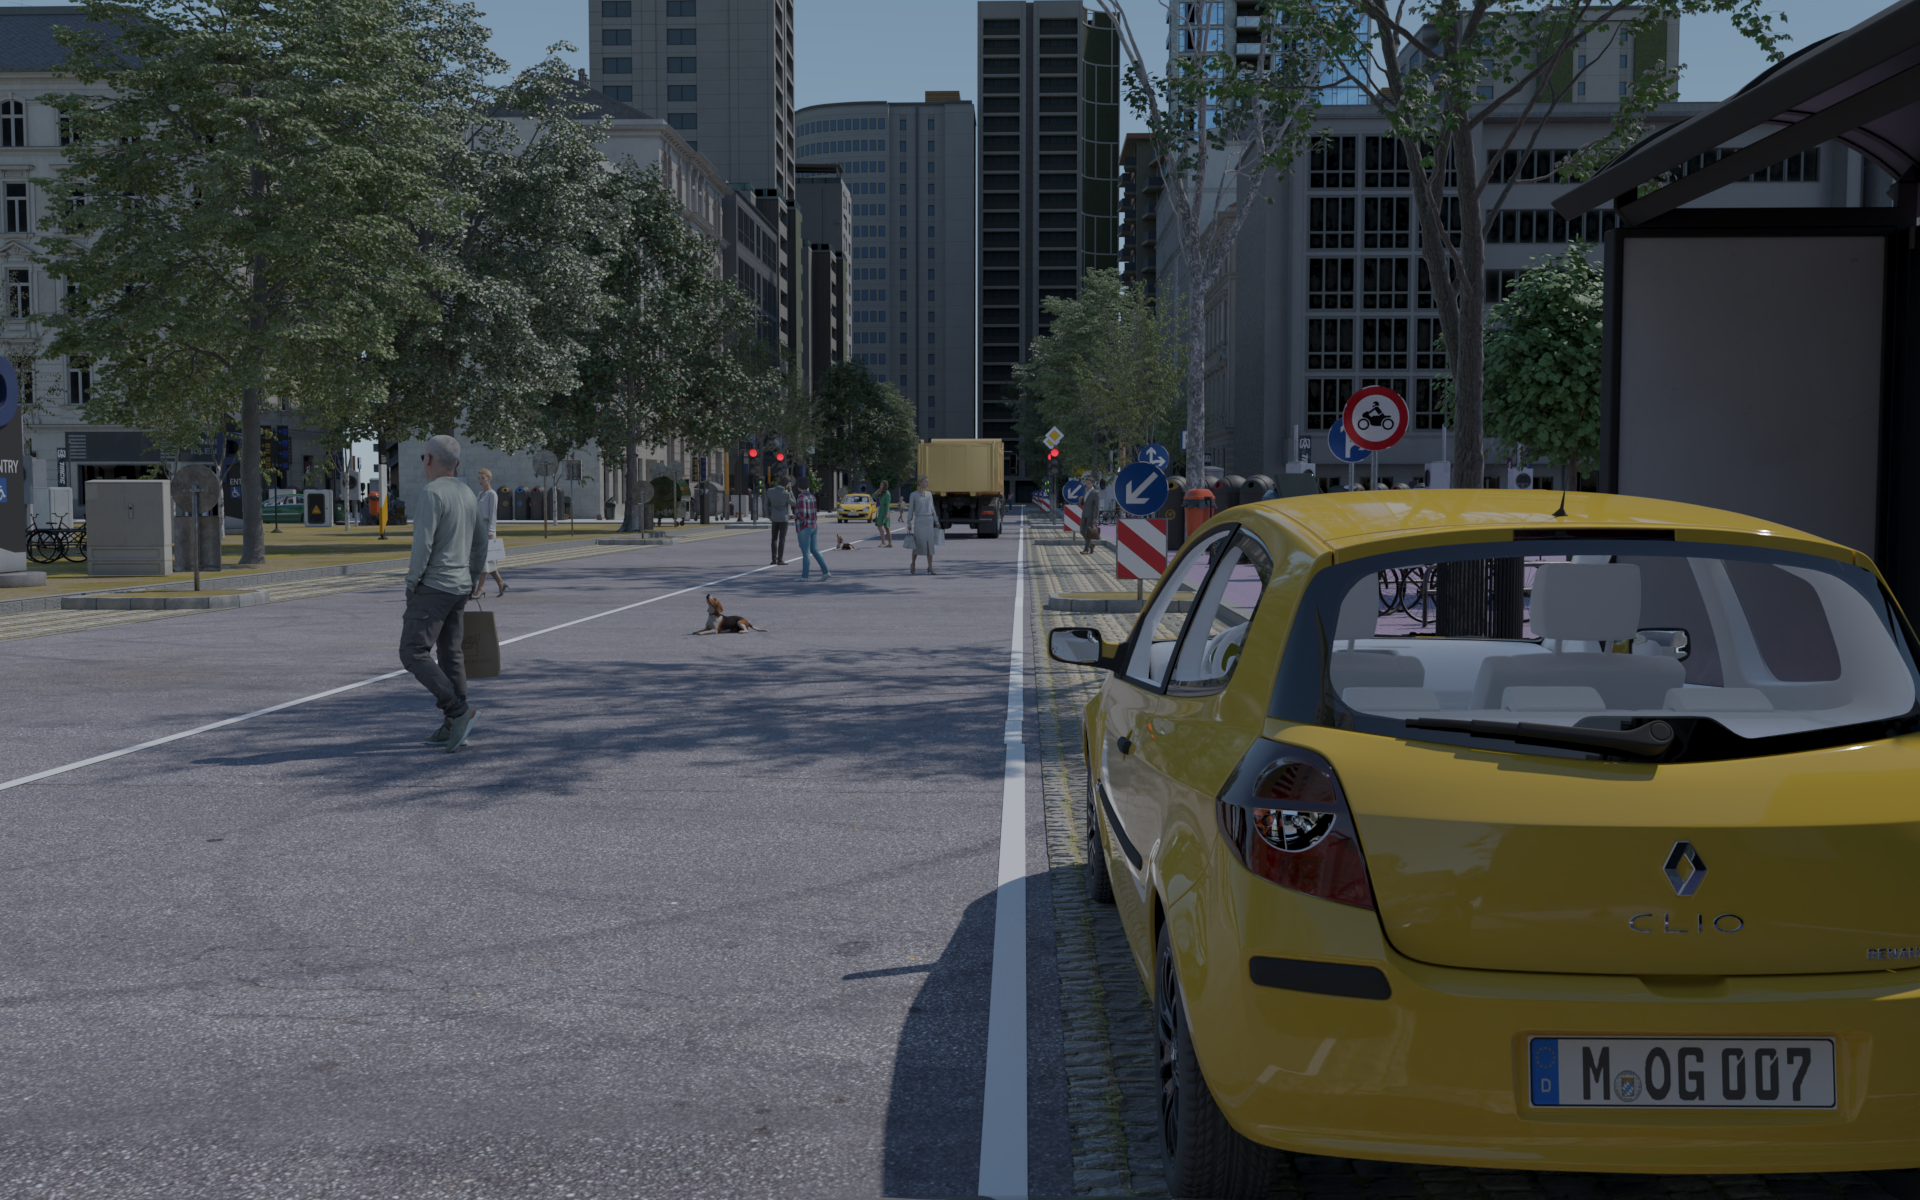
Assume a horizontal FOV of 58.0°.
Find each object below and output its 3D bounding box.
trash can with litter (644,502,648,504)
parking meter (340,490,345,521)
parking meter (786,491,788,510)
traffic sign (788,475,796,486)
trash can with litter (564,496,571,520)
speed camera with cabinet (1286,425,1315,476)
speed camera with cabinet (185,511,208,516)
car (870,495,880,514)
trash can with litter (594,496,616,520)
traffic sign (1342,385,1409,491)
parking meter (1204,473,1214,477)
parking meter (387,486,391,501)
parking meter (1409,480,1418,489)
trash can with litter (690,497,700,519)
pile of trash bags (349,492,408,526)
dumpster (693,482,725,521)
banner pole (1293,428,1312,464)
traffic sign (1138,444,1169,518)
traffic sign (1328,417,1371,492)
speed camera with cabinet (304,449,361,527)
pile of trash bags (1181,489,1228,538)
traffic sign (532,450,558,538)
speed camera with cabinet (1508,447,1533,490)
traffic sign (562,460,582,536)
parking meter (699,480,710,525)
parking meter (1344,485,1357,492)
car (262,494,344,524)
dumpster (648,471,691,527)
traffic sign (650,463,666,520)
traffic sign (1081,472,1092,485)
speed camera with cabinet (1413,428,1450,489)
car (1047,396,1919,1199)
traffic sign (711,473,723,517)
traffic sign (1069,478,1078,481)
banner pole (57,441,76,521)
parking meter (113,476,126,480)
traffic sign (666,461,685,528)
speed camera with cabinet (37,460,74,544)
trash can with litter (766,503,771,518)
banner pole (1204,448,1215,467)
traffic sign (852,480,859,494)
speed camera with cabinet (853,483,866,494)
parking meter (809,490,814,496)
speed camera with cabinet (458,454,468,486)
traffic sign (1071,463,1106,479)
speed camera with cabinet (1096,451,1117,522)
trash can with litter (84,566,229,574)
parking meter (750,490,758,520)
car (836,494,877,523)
[{"bbox_3d":[-15.426,-4.488,84.766,0.624,1.170,1.055,-2,4,-27],"label":"trash can with litter"},{"bbox_3d":[-29.295,-4.524,82.374,0.372,1.533,0.369,0,3,0],"label":"parking meter"},{"bbox_3d":[-10.380,-6.010,103.972,0.399,1.863,0.255,1,4,17],"label":"parking meter"},{"bbox_3d":[-11.419,-7.109,116.338,0.768,2.556,0.104,0,4,8],"label":"traffic sign"},{"bbox_3d":[-19.673,-4.603,86.653,0.624,1.170,1.055,-1,4,-9],"label":"trash can with litter"},{"bbox_3d":[9.205,-3.340,48.943,2.038,3.252,0.660,-3,5,-42],"label":"speed camera with cabinet"},{"bbox_3d":[-36.970,-5.552,85.118,2.038,3.252,0.660,-1,4,-15],"label":"speed camera with cabinet"},{"bbox_3d":[-6.565,-6.774,123.335,1.945,1.354,3.894,0,4,4],"label":"car"},{"bbox_3d":[-17.444,-4.511,85.141,1.055,1.170,0.624,-1,4,-17],"label":"trash can with litter"},{"bbox_3d":[4.876,-1.241,20.392,0.768,2.556,0.104,0,4,6],"label":"traffic sign"},{"bbox_3d":[6.549,-2.461,45.956,0.399,1.863,0.255,2,4,24],"label":"parking meter"},{"bbox_3d":[-43.020,-7.635,130.541,0.255,1.863,0.399,-1,4,-22],"label":"parking meter"},{"bbox_3d":[18.535,-3.988,70.907,0.399,1.863,0.255,1,4,22],"label":"parking meter"},{"bbox_3d":[-13.589,-4.673,87.798,0.624,1.170,1.055,1,4,18],"label":"trash can with litter"},{"bbox_3d":[-23.503,-3.702,70.286,1.912,1.369,3.447,-1,4,-9],"label":"pile of trash bags"},{"bbox_3d":[-11.960,-4.686,82.373,1.264,1.857,1.865,0,4,2],"label":"dumpster"},{"bbox_3d":[12.743,-4.577,64.844,0.863,3.779,0.401,1,4,10],"label":"banner pole"},{"bbox_3d":[4.897,-2.675,43.839,0.768,2.556,0.104,0,4,7],"label":"traffic sign"},{"bbox_3d":[6.308,-1.702,27.936,0.768,2.556,0.104,1,4,8],"label":"traffic sign"},{"bbox_3d":[-24.435,-4.469,67.409,2.038,3.252,0.660,-1,4,-11],"label":"speed camera with cabinet"},{"bbox_3d":[5.281,-1.322,31.360,3.447,1.369,1.912,-3,5,-41],"label":"pile of trash bags"},{"bbox_3d":[-11.985,-3.054,50.037,0.768,2.556,0.104,0,4,8],"label":"traffic sign"},{"bbox_3d":[18.615,-3.992,59.612,2.038,3.252,0.660,0,4,-4],"label":"speed camera with cabinet"},{"bbox_3d":[-11.717,-3.067,52.277,0.606,2.300,0.079,0,4,6],"label":"traffic sign"},{"bbox_3d":[-10.767,-4.115,72.985,0.255,1.863,0.399,2,4,33],"label":"parking meter"},{"bbox_3d":[10.757,-2.406,47.749,0.372,1.533,0.369,0,3,0],"label":"parking meter"},{"bbox_3d":[-29.620,-3.944,76.280,4.920,1.459,2.131,0,4,2],"label":"car"},{"bbox_3d":[-11.567,-4.038,68.515,1.502,2.255,1.985,0,4,2],"label":"dumpster"},{"bbox_3d":[-12.199,-4.281,70.098,0.768,2.556,0.104,1,4,9],"label":"traffic sign"},{"bbox_3d":[7.237,-6.000,98.202,0.768,2.556,0.104,0,4,8],"label":"traffic sign"},{"bbox_3d":[13.540,-3.396,49.868,0.660,3.252,2.038,0,4,0],"label":"speed camera with cabinet"},{"bbox_3d":[1.273,0.326,4.896,2.015,1.641,3.980,0,4,1],"label":"car"},{"bbox_3d":[-11.937,-5.080,85.188,0.606,2.300,0.079,0,4,6],"label":"traffic sign"},{"bbox_3d":[7.002,-6.395,106.689,0.606,2.300,0.079,0,4,2],"label":"traffic sign"},{"bbox_3d":[-42.413,-5.634,82.138,0.401,3.779,0.863,2,4,31],"label":"banner pole"},{"bbox_3d":[-27.886,-3.167,57.499,0.399,1.863,0.255,1,4,18],"label":"parking meter"},{"bbox_3d":[-10.920,-4.052,66.359,0.768,2.556,0.104,1,4,11],"label":"traffic sign"},{"bbox_3d":[-22.984,-3.000,43.380,2.038,3.252,0.660,3,4,38],"label":"speed camera with cabinet"},{"bbox_3d":[-9.755,-4.893,91.389,1.055,1.170,0.624,1,4,23],"label":"trash can with litter"},{"bbox_3d":[13.477,-6.327,93.469,0.863,3.779,0.401,1,4,20],"label":"banner pole"},{"bbox_3d":[-9.386,-9.394,153.697,0.768,2.556,0.104,0,4,4],"label":"traffic sign"},{"bbox_3d":[-9.356,-9.823,154.946,2.038,3.252,0.660,-3,4,-38],"label":"speed camera with cabinet"},{"bbox_3d":[-9.304,-6.109,108.290,0.372,1.533,0.369,0,3,0],"label":"parking meter"},{"bbox_3d":[-24.989,-5.637,86.507,0.660,3.252,2.038,-1,4,-21],"label":"speed camera with cabinet"},{"bbox_3d":[8.361,-7.262,112.602,2.265,3.308,0.079,0,4,8],"label":"traffic sign"},{"bbox_3d":[6.402,-5.201,79.376,0.660,3.252,2.038,-2,4,-27],"label":"speed camera with cabinet"},{"bbox_3d":[-13.379,-1.089,28.867,2.233,1.210,1.678,-2,4,-28],"label":"trash can with litter"},{"bbox_3d":[-10.027,-4.650,84.432,0.372,1.533,0.369,0,3,0],"label":"parking meter"},{"bbox_3d":[-5.121,-4.657,86.360,2.015,1.641,3.980,0,4,3],"label":"car"}]
